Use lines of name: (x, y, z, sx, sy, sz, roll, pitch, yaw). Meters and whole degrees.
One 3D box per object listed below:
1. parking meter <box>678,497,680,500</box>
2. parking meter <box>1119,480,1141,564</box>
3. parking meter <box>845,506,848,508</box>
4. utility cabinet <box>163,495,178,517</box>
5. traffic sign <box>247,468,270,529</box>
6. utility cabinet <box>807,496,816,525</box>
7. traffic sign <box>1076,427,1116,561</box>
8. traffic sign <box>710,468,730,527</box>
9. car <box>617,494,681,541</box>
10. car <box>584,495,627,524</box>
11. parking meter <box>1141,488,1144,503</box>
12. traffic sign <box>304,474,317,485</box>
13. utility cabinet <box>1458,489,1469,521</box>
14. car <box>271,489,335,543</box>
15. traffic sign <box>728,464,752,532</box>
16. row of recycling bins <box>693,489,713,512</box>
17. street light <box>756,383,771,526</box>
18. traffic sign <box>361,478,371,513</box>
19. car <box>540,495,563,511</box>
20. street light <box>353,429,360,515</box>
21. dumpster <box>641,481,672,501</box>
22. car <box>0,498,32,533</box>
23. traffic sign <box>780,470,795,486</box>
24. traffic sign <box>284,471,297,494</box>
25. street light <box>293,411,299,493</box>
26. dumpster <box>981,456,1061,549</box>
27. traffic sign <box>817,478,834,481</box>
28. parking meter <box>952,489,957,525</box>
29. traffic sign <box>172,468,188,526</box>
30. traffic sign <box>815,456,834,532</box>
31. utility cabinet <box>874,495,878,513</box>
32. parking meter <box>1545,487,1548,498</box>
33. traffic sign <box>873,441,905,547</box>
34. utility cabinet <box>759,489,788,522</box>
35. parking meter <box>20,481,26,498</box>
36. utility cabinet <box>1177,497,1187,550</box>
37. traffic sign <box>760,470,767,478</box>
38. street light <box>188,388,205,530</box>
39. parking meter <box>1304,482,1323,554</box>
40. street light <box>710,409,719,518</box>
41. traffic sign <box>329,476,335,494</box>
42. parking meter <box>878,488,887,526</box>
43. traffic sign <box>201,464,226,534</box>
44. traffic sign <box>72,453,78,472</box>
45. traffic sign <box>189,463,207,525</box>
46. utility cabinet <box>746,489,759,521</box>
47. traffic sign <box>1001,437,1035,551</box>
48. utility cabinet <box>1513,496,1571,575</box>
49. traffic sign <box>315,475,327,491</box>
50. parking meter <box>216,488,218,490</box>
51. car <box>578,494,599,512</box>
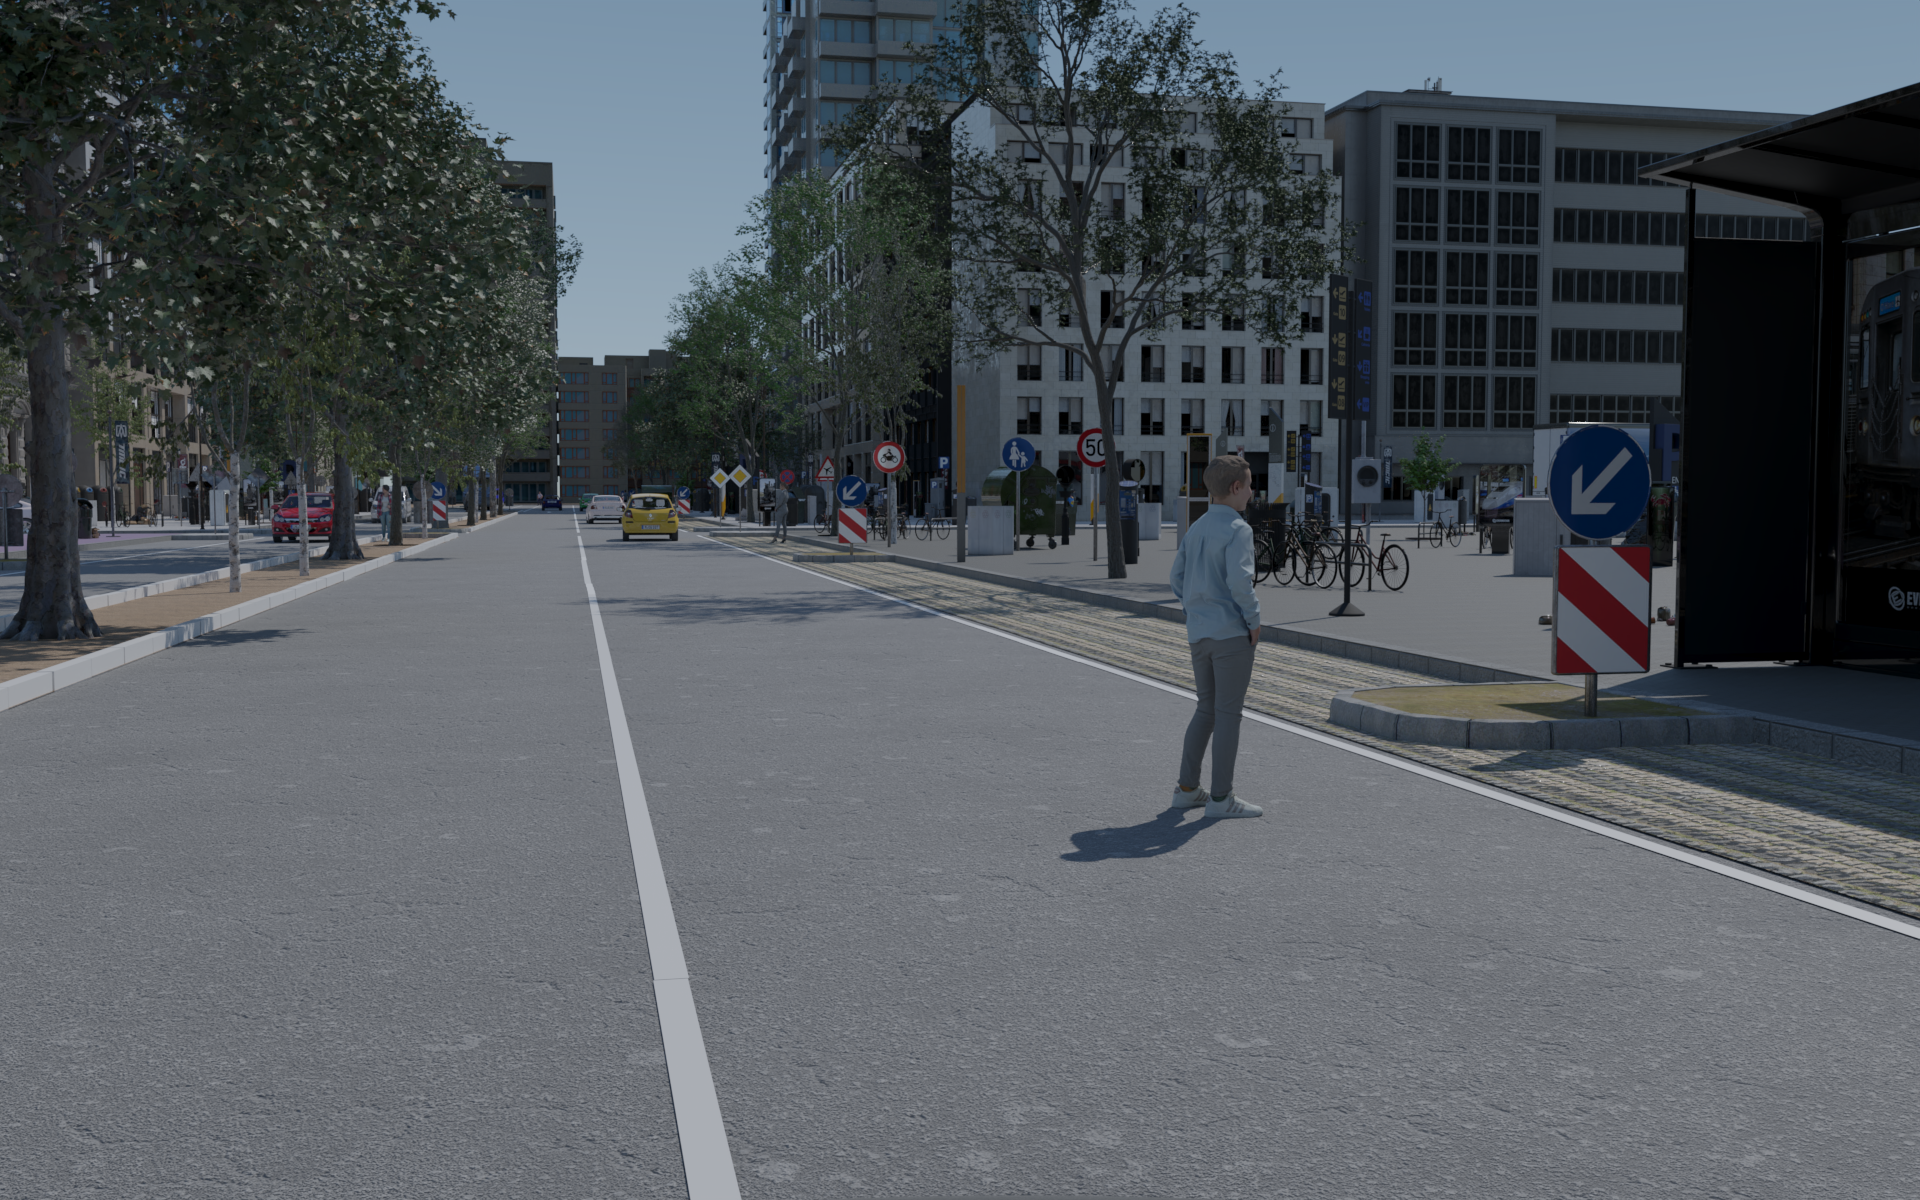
parking meter: (-21.343, -7.562, 132.045, 0.372, 1.533, 0.369, 0, 3, 0)
parking meter: (3.081, -1.430, 31.793, 0.372, 1.533, 0.369, 0, 3, 0)
parking meter: (-5.926, -4.933, 89.059, 0.372, 1.533, 0.369, 0, 3, 0)
utility cabinet: (-44.956, -5.360, 98.792, 1.020, 1.237, 0.306, 1, 4, 15)
traffic sign: (-25.451, -3.622, 62.863, 0.795, 2.450, 0.064, -1, 4, -13)
utility cabinet: (-6.207, -3.764, 72.703, 0.306, 1.237, 1.020, -1, 4, -10)
traffic sign: (2.601, -2.024, 33.193, 0.768, 2.556, 0.104, 0, 4, -4)
traffic sign: (-9.206, -3.843, 66.480, 0.795, 2.450, 0.064, -1, 4, -13)
car: (-9.684, -2.678, 54.006, 2.015, 1.641, 3.980, -1, 4, -11)
car: (-17.314, -4.428, 84.760, 2.083, 1.381, 4.827, -1, 4, -14)
parking meter: (7.265, -3.771, 70.073, 0.372, 1.533, 0.369, 0, 3, 0)
traffic sign: (-39.351, -6.411, 104.924, 0.768, 2.556, 0.104, 0, 4, -7)
utility cabinet: (24.048, -4.533, 82.798, 0.318, 1.500, 1.173, 0, 4, 4)
car: (-19.681, -2.660, 52.535, 2.155, 1.783, 4.494, -1, 4, -13)
traffic sign: (-7.455, -3.367, 58.689, 0.795, 2.450, 0.064, -1, 4, -13)
row of recycling bins: (-19.436, -7.536, 130.324, 1.069, 1.692, 3.534, -1, 4, -15)
street light: (-7.954, -5.965, 70.315, 0.468, 5.910, 1.993, -1, 4, -13)
traffic sign: (-40.973, -7.249, 119.699, 0.795, 2.450, 0.064, -1, 4, -12)
car: (-35.315, -8.395, 149.832, 1.945, 1.354, 3.894, -1, 4, -14)
street light: (-37.704, -8.291, 108.341, 0.468, 5.910, 1.993, -1, 4, -13)
dumpster: (-19.463, -6.490, 111.070, 1.985, 2.255, 1.502, -1, 4, -14)
car: (-32.280, -2.769, 57.631, 4.827, 1.381, 2.083, -1, 4, -12)
traffic sign: (-9.007, -5.518, 90.319, 0.768, 2.556, 0.104, 0, 4, -7)
traffic sign: (-37.632, -5.961, 97.464, 0.884, 2.594, 0.081, -1, 4, -10)
street light: (-32.707, -6.890, 85.438, 0.468, 5.910, 1.993, -1, 4, -13)
dumpster: (1.453, -2.347, 40.867, 1.502, 2.255, 1.985, -1, 4, -13)
traffic sign: (-5.554, -4.452, 72.787, 0.884, 2.594, 0.081, 0, 4, -3)
parking meter: (-0.150, -3.827, 70.990, 0.372, 1.533, 0.369, 0, 3, 0)
traffic sign: (-30.793, -4.055, 68.435, 0.606, 2.300, 0.079, 0, 4, -7)
traffic sign: (-4.465, -3.584, 58.599, 0.884, 2.594, 0.081, 0, 4, -4)
utility cabinet: (-3.866, -4.713, 88.217, 1.020, 1.237, 0.306, 0, 4, -4)
parking meter: (15.214, -2.209, 44.534, 0.372, 1.533, 0.369, 0, 3, 0)
traffic sign: (-1.705, -2.541, 41.647, 0.768, 2.556, 0.104, 0, 4, -7)
utility cabinet: (-8.518, -4.333, 79.525, 1.173, 1.500, 0.318, -1, 4, -18)
parking meter: (-41.372, -4.316, 76.284, 0.399, 1.863, 0.255, 1, 4, 18)
utility cabinet: (5.455, -1.783, 40.314, 0.306, 1.237, 1.020, 3, 5, 42)
traffic sign: (-10.459, -5.529, 90.503, 0.768, 2.556, 0.104, 0, 4, -4)
street light: (-27.454, -5.493, 62.592, 0.468, 5.910, 1.993, -1, 4, -13)
parking meter: (7.531, -1.743, 36.915, 0.372, 1.533, 0.369, 0, 3, 0)
street light: (-13.241, -7.388, 93.582, 0.468, 5.910, 1.993, -1, 4, -13)
traffic sign: (-41.520, -7.026, 114.978, 0.768, 2.556, 0.104, 0, 4, -4)
parking meter: (-3.147, -3.799, 70.530, 0.372, 1.533, 0.369, 0, 3, 0)
traffic sign: (-23.700, -3.146, 55.071, 0.795, 2.450, 0.064, -1, 4, -13)
traffic sign: (-25.313, -2.984, 48.897, 0.768, 2.556, 0.104, -1, 4, -12)
traffic sign: (-31.407, -4.373, 71.498, 0.884, 2.594, 0.081, -1, 4, -9)
utility cabinet: (-9.625, -4.511, 82.437, 1.173, 1.500, 0.318, 2, 4, 32)
traffic sign: (1.305, -2.374, 38.927, 0.768, 2.556, 0.104, 0, 4, -7)
utility cabinet: (9.317, -0.997, 27.456, 1.020, 1.237, 0.306, 1, 4, 12)
traffic sign: (-43.407, -7.187, 117.621, 0.768, 2.556, 0.104, -1, 4, -11)
parking meter: (-31.676, -4.027, 74.257, 0.372, 1.533, 0.369, 0, 3, 0)
car: (-30.662, -8.252, 143.718, 1.959, 1.807, 4.718, -1, 4, -14)
